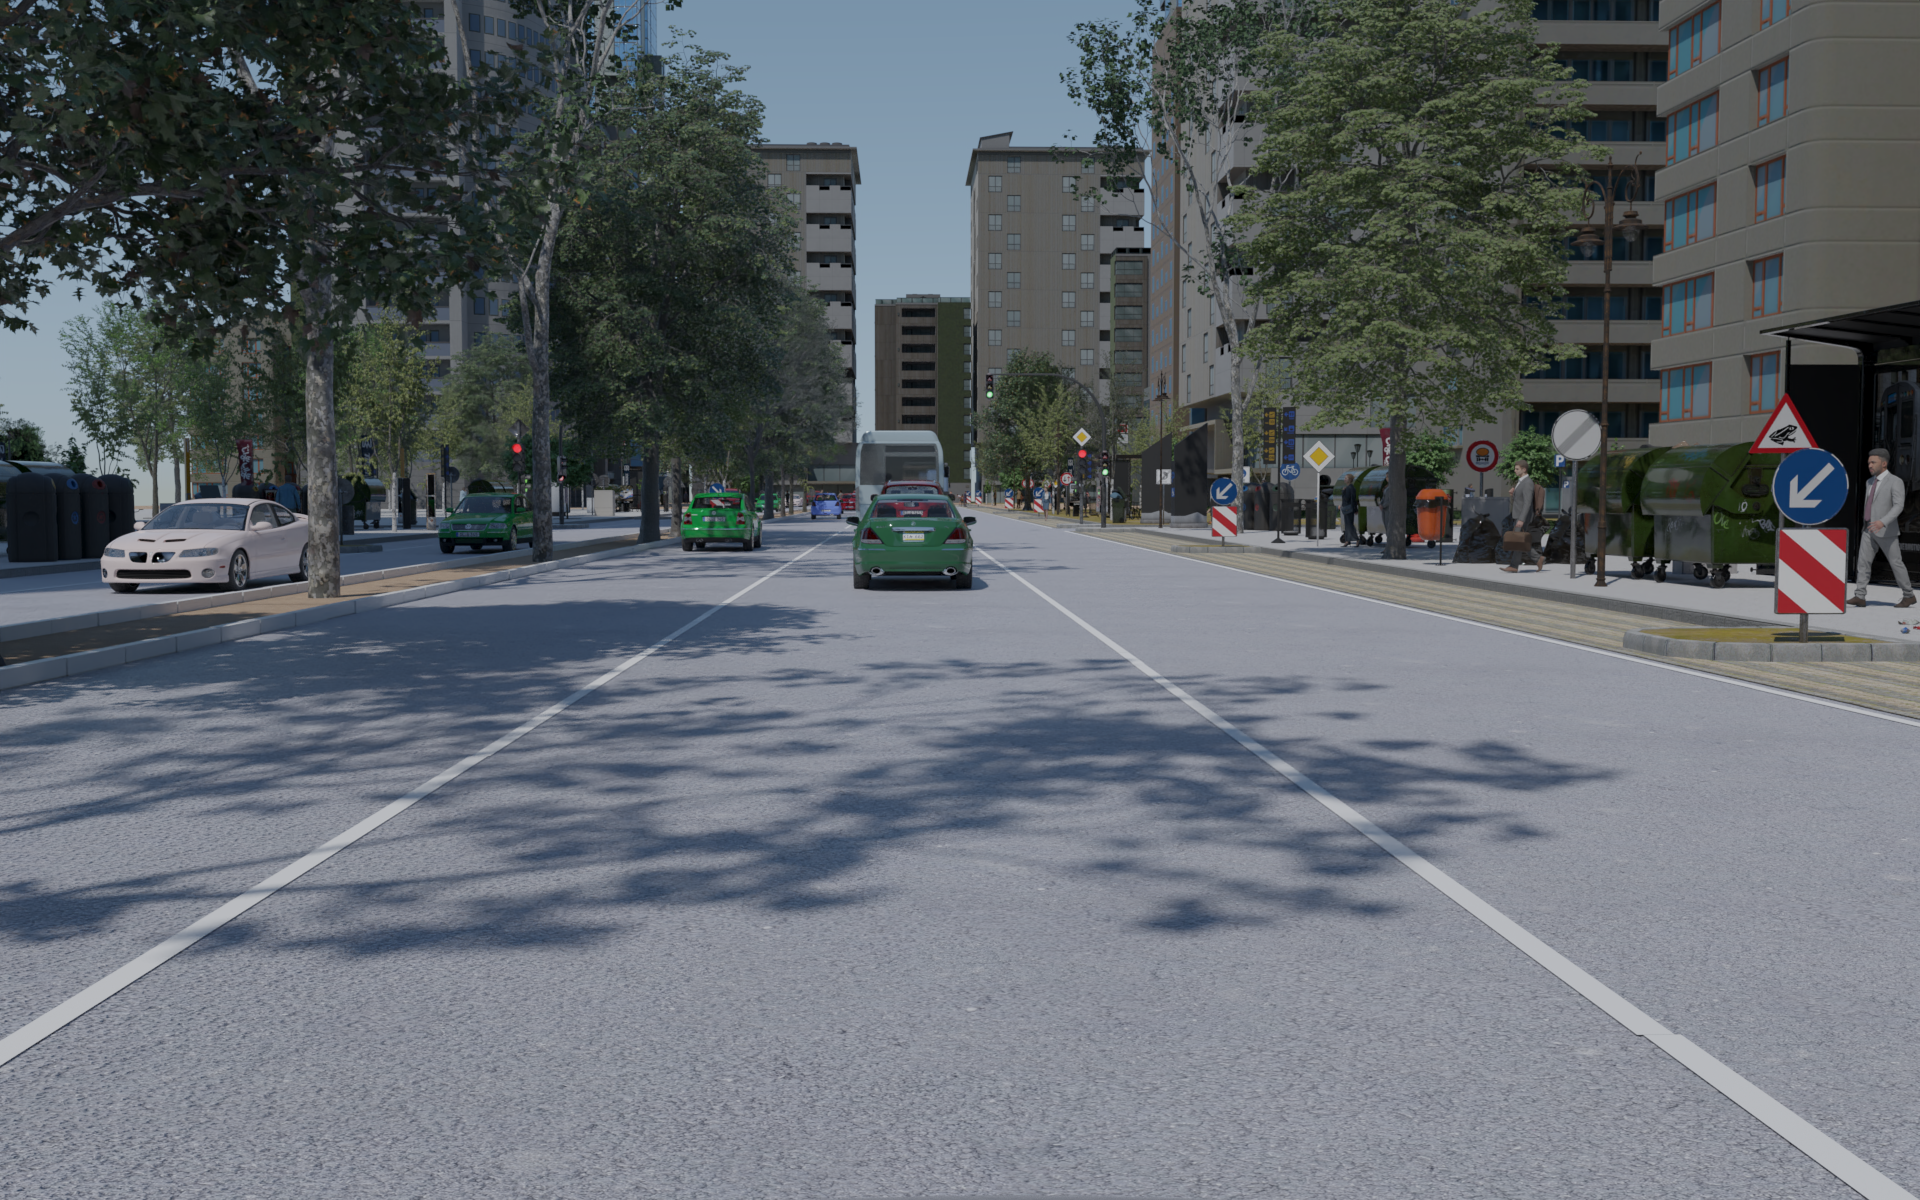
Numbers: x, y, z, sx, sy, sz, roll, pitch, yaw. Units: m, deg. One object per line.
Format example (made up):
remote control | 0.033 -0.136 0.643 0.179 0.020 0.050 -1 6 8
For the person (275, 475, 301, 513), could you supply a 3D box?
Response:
person | -17.613 -2.386 45.397 0.601 1.785 0.444 -1 4 -9

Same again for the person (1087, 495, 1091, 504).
person | 16.447 -13.201 222.588 0.721 1.736 1.217 2 4 35

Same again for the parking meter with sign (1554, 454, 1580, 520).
parking meter with sign | 27.054 -4.916 76.632 1.738 3.016 0.543 -2 4 -35

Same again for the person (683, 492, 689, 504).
person | -35.827 -13.289 226.335 0.990 1.755 0.434 2 4 29

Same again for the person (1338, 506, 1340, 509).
person | 12.142 -2.943 54.077 0.656 1.842 0.836 1 4 15

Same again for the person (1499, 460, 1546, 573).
person | 9.162 -1.351 28.088 0.822 1.834 0.622 0 4 -1

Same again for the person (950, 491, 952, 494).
person | -0.883 -10.311 177.997 0.530 1.710 0.541 1 4 19

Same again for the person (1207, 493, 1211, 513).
person | 13.455 -5.242 92.498 0.760 1.731 0.466 -2 4 -24

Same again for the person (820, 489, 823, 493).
person | -10.390 -7.447 130.597 0.374 1.781 0.599 -1 4 -21

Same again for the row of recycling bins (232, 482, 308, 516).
row of recycling bins | -24.215 -3.335 61.638 1.069 1.692 3.534 3 4 36

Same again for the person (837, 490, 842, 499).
person | -11.684 -9.842 169.413 0.705 1.824 1.348 2 4 35

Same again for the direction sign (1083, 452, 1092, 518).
direction sign | 6.855 -6.250 94.177 0.379 3.537 0.876 -3 5 -39

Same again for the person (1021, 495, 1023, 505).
person | 7.251 -11.842 202.926 0.557 1.426 1.065 2 4 27

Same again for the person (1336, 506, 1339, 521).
person | 17.654 -4.591 81.783 0.598 1.740 0.731 1 4 15

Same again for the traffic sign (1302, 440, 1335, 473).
traffic sign | 8.759 -2.599 42.228 0.795 2.593 0.064 0 4 0

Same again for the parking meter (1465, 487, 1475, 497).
parking meter | 18.978 -3.430 64.496 0.372 1.533 0.369 0 3 0

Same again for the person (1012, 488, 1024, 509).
person | 5.118 -8.899 151.628 1.348 1.812 0.705 -3 5 -41

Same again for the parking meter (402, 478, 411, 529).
parking meter | -20.380 -3.551 63.763 0.255 1.863 0.399 -2 4 -25

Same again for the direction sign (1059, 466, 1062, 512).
direction sign | 7.219 -8.153 125.297 0.379 3.537 0.876 0 4 3

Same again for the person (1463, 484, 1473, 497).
person | 26.452 -5.138 90.153 0.679 1.850 0.850 -3 5 -40

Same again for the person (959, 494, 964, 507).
person | 0.270 -11.329 196.988 1.065 1.426 0.557 0 4 7

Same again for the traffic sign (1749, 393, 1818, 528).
traffic sign | 10.670 -1.374 22.473 0.884 2.594 0.081 0 4 6

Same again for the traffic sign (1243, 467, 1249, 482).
traffic sign | 10.576 -3.853 65.123 0.606 2.300 0.079 0 4 4

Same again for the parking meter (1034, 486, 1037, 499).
parking meter | 5.556 -7.370 126.208 0.255 1.863 0.399 2 4 28

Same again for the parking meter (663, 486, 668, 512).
parking meter | -21.403 -7.356 125.987 0.255 1.863 0.399 1 4 10

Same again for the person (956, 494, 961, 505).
person | -0.080 -12.870 222.119 0.799 1.438 0.628 -3 5 -39

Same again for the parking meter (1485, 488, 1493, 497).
parking meter | 23.464 -4.186 76.849 0.372 1.533 0.369 0 3 0

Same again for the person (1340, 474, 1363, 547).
person | 9.437 -2.158 41.755 0.534 1.772 0.576 0 4 6

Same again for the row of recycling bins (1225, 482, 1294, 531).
row of recycling bins | 10.565 -3.318 61.363 1.069 1.692 3.534 -2 4 -28

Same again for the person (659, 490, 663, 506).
person | -33.556 -11.475 194.384 0.721 1.736 1.217 -2 4 -31

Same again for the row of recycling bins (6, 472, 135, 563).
row of recycling bins | -17.516 -1.652 34.122 1.069 1.692 3.534 0 4 4

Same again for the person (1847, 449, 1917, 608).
person | 10.397 -0.807 19.513 0.850 1.792 0.678 -1 4 -10

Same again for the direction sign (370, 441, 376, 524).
direction sign | -24.998 -5.004 73.813 0.379 3.537 0.876 -2 4 -32

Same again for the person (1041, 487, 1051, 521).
person | 4.622 -5.138 92.529 0.581 1.822 0.654 1 4 19

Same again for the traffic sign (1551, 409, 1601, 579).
traffic sign | 9.297 -1.596 26.197 0.768 2.556 0.104 0 4 0

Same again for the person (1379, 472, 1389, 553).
person | 9.257 -1.917 37.665 0.573 1.790 0.520 -2 4 -28

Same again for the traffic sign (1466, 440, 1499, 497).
traffic sign | 12.240 -2.480 40.658 0.768 2.556 0.104 0 4 4

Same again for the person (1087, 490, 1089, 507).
person | 12.758 -10.186 174.054 0.593 1.643 0.415 3 5 40

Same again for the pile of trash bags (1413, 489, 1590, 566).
pile of trash bags | 9.804 -1.347 31.777 3.447 1.369 1.912 -2 4 -24

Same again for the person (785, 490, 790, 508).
person | -17.580 -10.261 176.294 0.705 1.821 1.348 3 5 42

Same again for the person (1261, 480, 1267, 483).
person | 11.321 -3.571 64.460 0.581 1.822 0.654 1 4 18

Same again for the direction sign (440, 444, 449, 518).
direction sign | -23.480 -5.323 79.020 0.379 3.537 0.876 -3 5 -39

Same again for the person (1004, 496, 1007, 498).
person | 6.149 -13.500 229.951 1.217 1.736 0.721 -3 5 -44

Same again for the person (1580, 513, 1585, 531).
person | 15.426 -2.294 42.912 0.474 1.900 0.648 1 4 13

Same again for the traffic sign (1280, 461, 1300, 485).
traffic sign | 12.316 -3.952 64.720 0.768 2.556 0.104 0 4 4

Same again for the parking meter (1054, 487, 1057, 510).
parking meter | 7.851 -8.350 142.240 0.399 1.863 0.255 -1 4 -19

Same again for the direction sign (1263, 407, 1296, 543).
direction sign | 8.316 -3.251 45.149 0.876 3.537 0.379 2 4 32

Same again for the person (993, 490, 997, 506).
person | 3.822 -11.251 190.096 0.705 1.812 1.348 1 4 17

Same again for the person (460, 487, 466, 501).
person | -34.816 -7.028 121.218 0.793 1.790 0.793 1 4 14

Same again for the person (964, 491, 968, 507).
person | 0.712 -11.140 191.093 0.568 1.767 0.683 1 4 11
